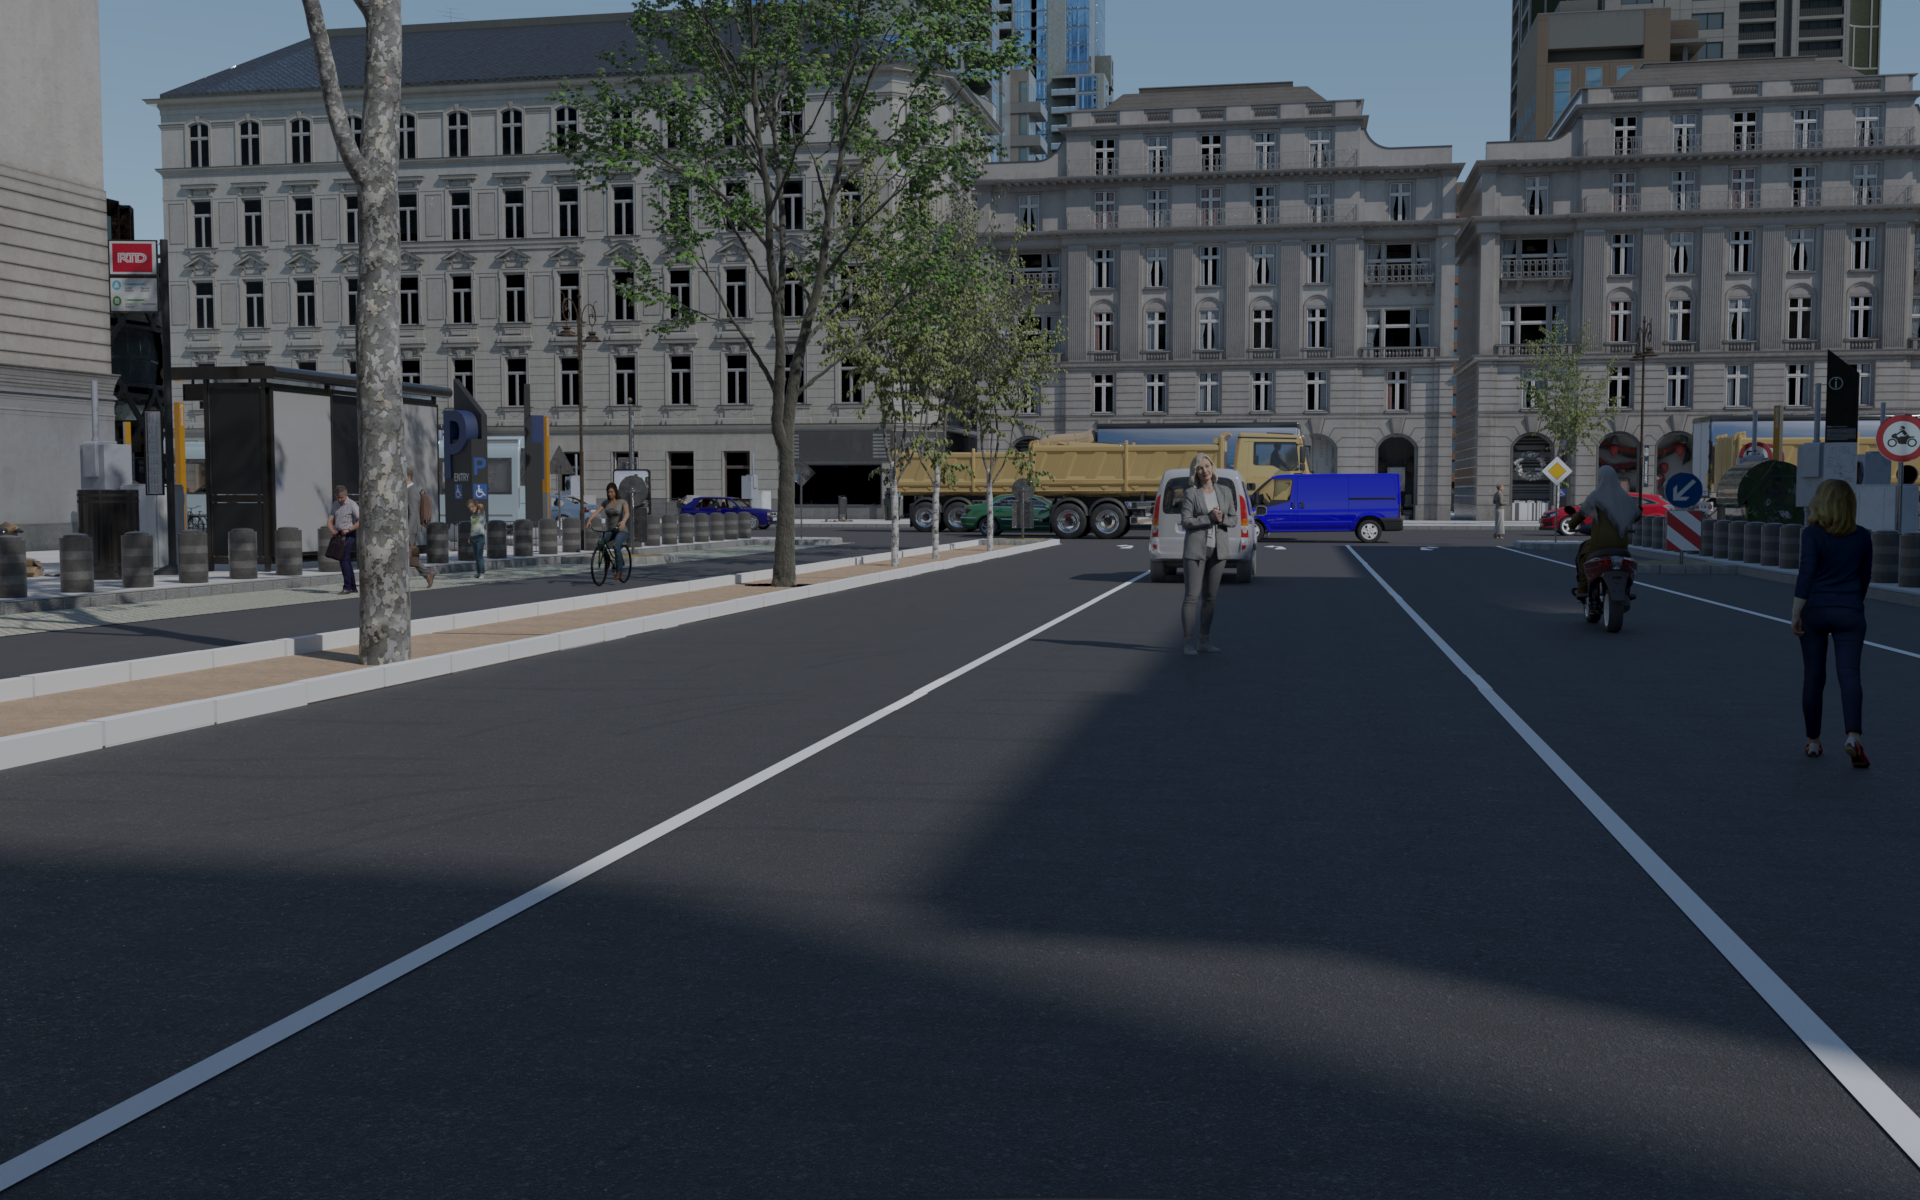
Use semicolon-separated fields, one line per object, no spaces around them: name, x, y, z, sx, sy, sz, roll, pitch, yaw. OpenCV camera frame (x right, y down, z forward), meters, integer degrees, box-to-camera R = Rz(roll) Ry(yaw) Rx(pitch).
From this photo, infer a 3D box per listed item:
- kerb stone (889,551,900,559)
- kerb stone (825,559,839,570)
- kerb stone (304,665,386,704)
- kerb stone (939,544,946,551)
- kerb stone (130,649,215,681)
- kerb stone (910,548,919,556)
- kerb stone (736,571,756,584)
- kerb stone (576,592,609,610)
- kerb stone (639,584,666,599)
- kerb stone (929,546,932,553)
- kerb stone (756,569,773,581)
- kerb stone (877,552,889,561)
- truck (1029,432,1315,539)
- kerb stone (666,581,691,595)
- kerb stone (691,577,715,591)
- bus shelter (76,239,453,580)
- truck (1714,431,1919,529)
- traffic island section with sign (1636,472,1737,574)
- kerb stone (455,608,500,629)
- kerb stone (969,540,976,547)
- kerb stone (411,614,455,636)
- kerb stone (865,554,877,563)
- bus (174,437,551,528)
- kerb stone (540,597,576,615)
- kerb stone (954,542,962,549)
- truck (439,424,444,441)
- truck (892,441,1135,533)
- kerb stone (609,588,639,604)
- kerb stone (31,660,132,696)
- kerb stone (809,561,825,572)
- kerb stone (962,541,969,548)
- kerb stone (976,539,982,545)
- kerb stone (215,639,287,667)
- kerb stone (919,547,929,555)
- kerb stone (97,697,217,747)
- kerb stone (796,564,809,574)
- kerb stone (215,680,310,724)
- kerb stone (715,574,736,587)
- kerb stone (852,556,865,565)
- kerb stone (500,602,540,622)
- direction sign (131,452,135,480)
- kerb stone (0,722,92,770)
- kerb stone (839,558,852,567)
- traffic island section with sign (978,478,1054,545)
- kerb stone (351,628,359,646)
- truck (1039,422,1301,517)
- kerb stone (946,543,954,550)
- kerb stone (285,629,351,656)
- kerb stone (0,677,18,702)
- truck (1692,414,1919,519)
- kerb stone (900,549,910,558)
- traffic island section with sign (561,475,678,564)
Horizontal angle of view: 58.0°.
kerb stone;-1.548;-0.960;37.919;0.120;0.150;1.000;1;4;11
kerb stone;-2.538;-0.653;32.882;0.120;0.150;1.000;1;4;11
kerb stone;-4.410;0.605;12.307;0.120;0.150;1.000;1;4;11
kerb stone;-0.568;-1.270;42.965;0.120;0.150;1.000;1;4;11
kerb stone;-6.274;0.520;13.699;0.120;0.150;1.000;1;4;11
kerb stone;-1.167;-1.084;39.933;0.120;0.150;1.000;1;4;11
kerb stone;-3.524;-0.345;27.830;0.120;0.150;1.000;1;4;11
kerb stone;-4.702;0.025;21.779;0.120;0.150;1.000;1;4;11
kerb stone;-4.305;-0.098;23.796;0.120;0.150;1.000;1;4;11
kerb stone;-0.761;-1.208;41.951;0.120;0.150;1.000;1;4;11
kerb stone;-3.324;-0.406;28.838;0.120;0.150;1.000;1;4;11
kerb stone;-1.747;-0.900;36.913;0.120;0.150;1.000;1;4;11
truck;7.208;-3.637;55.389;9.791;3.379;3.469;1;4;11
kerb stone;-4.117;-0.160;24.803;0.120;0.150;1.000;1;4;11
kerb stone;-3.909;-0.218;25.813;0.120;0.150;1.000;1;4;11
bus shelter;-11.846;-3.194;29.862;2.179;5.291;8.768;1;4;11
truck;26.313;-3.178;47.882;9.791;3.379;3.469;1;4;12
traffic island section with sign;13.127;-1.436;32.104;1.989;1.847;2.006;1;4;11
kerb stone;-5.285;0.211;18.746;0.120;0.150;1.000;1;4;11
kerb stone;0.217;-1.517;46.998;0.120;0.150;1.000;1;4;11
kerb stone;-5.488;0.273;17.735;0.120;0.150;1.000;1;4;11
kerb stone;-1.943;-0.839;35.905;0.120;0.150;1.000;1;4;11
bus;-20.324;-3.821;57.341;13.247;3.499;2.948;1;4;10
kerb stone;-4.895;0.087;20.772;0.120;0.150;1.000;1;4;11
kerb stone;-0.176;-1.394;44.981;0.120;0.150;1.000;1;4;11
truck;-26.100;-5.058;71.606;11.283;4.237;2.839;1;4;9
truck;2.468;-4.234;65.146;9.791;3.379;3.469;1;4;10
kerb stone;-4.501;-0.036;22.789;0.120;0.150;1.000;1;4;11
kerb stone;-6.471;0.582;12.687;0.120;0.150;1.000;1;4;11
kerb stone;-2.733;-0.589;31.876;0.120;0.150;1.000;1;4;11
kerb stone;0.024;-1.455;45.991;0.120;0.150;1.000;1;4;11
kerb stone;0.411;-1.579;48.005;0.120;0.150;1.000;1;4;11
kerb stone;-6.084;0.462;14.712;0.120;0.150;1.000;1;4;11
kerb stone;-0.964;-1.145;40.946;0.120;0.150;1.000;1;4;11
kerb stone;-4.793;0.728;10.291;0.120;0.150;1.000;1;4;11
kerb stone;-2.928;-0.527;30.861;0.120;0.150;1.000;1;4;11
kerb stone;-4.594;0.670;11.298;0.120;0.150;1.000;1;4;11
kerb stone;-3.718;-0.283;26.823;0.120;0.150;1.000;1;4;11
kerb stone;-2.147;-0.777;34.900;0.120;0.150;1.000;1;4;11
kerb stone;-5.094;0.149;19.759;0.120;0.150;1.000;1;4;11
direction sign;-45.161;-6.269;94.499;0.379;3.537;0.876;-3;5;-40
kerb stone;-4.989;0.794;9.280;0.120;0.150;1.000;1;4;11
kerb stone;-2.345;-0.715;33.889;0.120;0.150;1.000;1;4;11
traffic island section with sign;1.677;-2.495;48.937;2.006;1.907;1.989;1;4;11
kerb stone;-5.686;0.335;16.723;0.120;0.150;1.000;1;4;11
truck;7.885;-4.929;69.510;11.283;4.237;2.839;1;4;12
kerb stone;-0.365;-1.332;43.970;0.120;0.150;1.000;1;4;11
kerb stone;-5.870;0.396;15.715;0.120;0.150;1.000;1;4;11
kerb stone;-6.661;0.648;11.672;0.120;0.150;1.000;1;4;11
truck;32.402;-4.471;62.016;11.283;4.237;2.839;1;4;9
kerb stone;-1.354;-1.019;38.926;0.120;0.150;1.000;1;4;11
traffic island section with sign;-6.970;-1.672;35.969;1.989;1.847;2.006;1;4;11
